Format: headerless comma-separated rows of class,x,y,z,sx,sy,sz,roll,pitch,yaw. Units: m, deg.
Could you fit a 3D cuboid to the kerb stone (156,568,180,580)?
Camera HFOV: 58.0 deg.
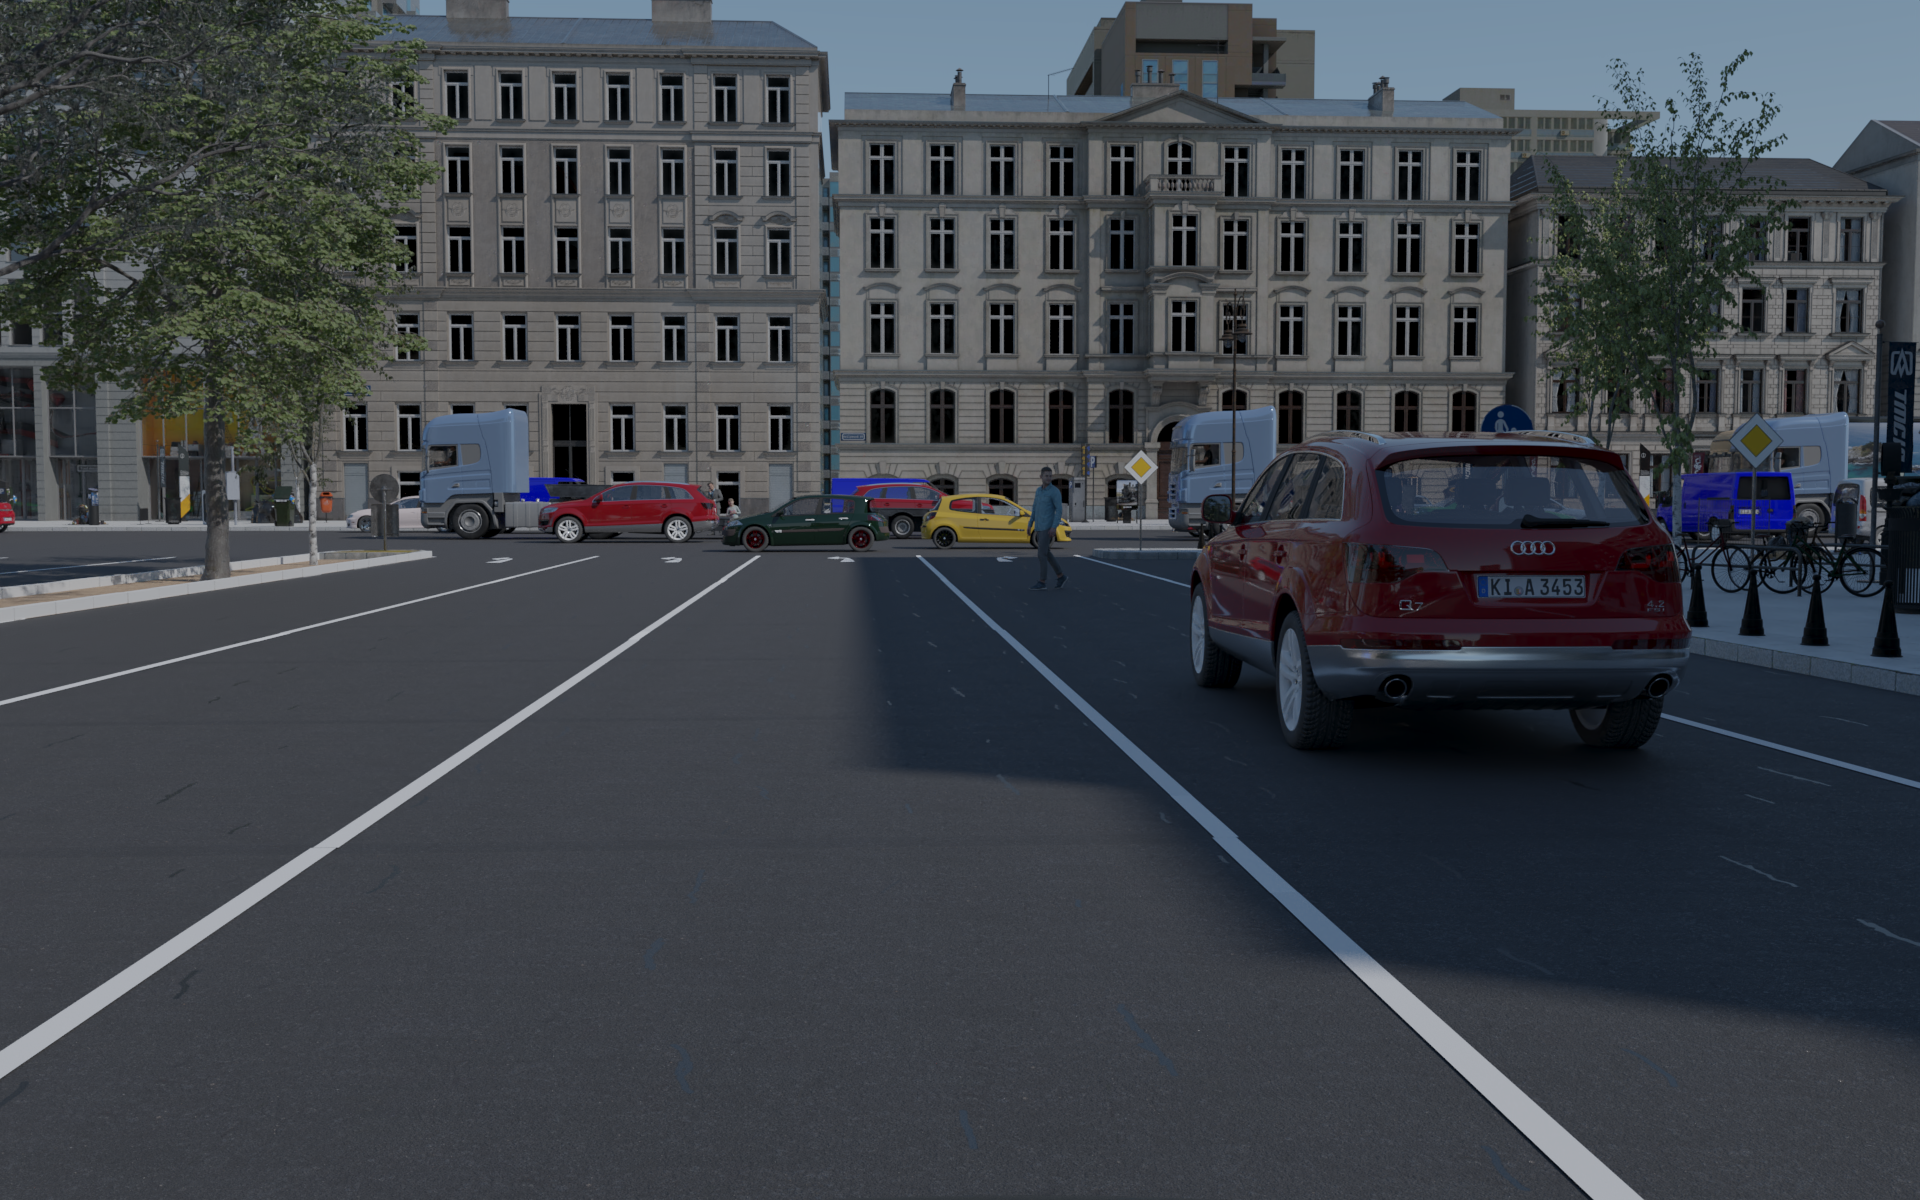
kerb stone,-13.449,-0.422,29.205,0.120,0.150,1.000,0,4,-4

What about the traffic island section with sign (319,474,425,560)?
traffic island section with sign,-12.982,-1.862,38.586,2.006,1.907,1.989,0,4,-4

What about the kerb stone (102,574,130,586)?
kerb stone,-13.315,-0.302,27.137,0.120,0.150,1.000,0,4,-4

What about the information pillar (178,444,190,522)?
information pillar,-36.290,-5.483,80.996,0.183,3.616,0.504,2,4,33

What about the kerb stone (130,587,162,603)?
kerb stone,-10.954,-0.052,23.130,0.120,0.150,1.000,0,4,-4

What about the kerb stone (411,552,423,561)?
kerb stone,-11.866,-0.935,37.511,0.120,0.150,1.000,0,4,-4

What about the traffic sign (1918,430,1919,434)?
traffic sign,8.934,-0.941,15.382,0.884,2.594,0.081,0,4,2

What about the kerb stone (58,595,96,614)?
kerb stone,-10.831,0.071,21.081,0.120,0.150,1.000,0,4,-4

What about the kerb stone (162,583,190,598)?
kerb stone,-11.027,-0.117,24.154,0.120,0.150,1.000,0,4,-4

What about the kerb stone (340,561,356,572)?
kerb stone,-11.542,-0.621,32.366,0.120,0.150,1.000,0,4,-4

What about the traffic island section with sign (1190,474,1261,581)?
traffic island section with sign,4.838,-1.202,28.288,1.989,1.847,2.006,0,4,-4

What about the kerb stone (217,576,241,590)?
kerb stone,-11.150,-0.242,26.203,0.120,0.150,1.000,0,4,-4

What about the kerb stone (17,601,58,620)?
kerb stone,-10.768,0.131,20.056,0.120,0.150,1.000,0,4,-4

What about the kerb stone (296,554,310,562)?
kerb stone,-13.899,-0.867,36.404,0.120,0.150,1.000,0,4,-4

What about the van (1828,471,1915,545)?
van,24.829,-2.315,44.856,4.112,2.044,2.013,0,4,-3

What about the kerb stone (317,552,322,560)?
kerb stone,-13.958,-0.932,37.430,0.120,0.150,1.000,0,4,-4

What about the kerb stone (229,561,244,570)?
kerb stone,-13.637,-0.617,32.290,0.120,0.150,1.000,0,4,-4

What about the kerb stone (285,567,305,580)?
kerb stone,-11.343,-0.434,29.286,0.120,0.150,1.000,0,4,-4

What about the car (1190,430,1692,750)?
car,2.813,-0.159,11.275,2.281,1.827,5.304,0,4,-2

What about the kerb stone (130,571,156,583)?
kerb stone,-13.380,-0.356,28.177,0.120,0.150,1.000,0,4,-4

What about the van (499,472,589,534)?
van,-15.018,-3.580,62.923,5.245,2.365,2.240,0,4,-2

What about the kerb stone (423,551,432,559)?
kerb stone,-11.930,-0.999,38.535,0.120,0.150,1.000,0,4,-4

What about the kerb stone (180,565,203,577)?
kerb stone,-13.513,-0.485,30.231,0.120,0.150,1.000,0,4,-4

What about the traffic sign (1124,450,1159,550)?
traffic sign,4.106,-2.183,39.341,0.795,2.450,0.064,0,4,-4

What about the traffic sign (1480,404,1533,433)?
traffic sign,7.774,-1.506,24.726,0.768,2.556,0.104,0,4,-2

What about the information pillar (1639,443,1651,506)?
information pillar,31.492,-5.405,79.723,0.504,3.616,0.183,0,4,-5

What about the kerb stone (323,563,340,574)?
kerb stone,-11.479,-0.559,31.337,0.120,0.150,1.000,0,4,-4

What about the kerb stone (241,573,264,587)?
kerb stone,-11.219,-0.308,27.227,0.120,0.150,1.000,0,4,-4

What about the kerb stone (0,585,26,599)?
kerb stone,-13.114,-0.114,24.053,0.120,0.150,1.000,0,4,-4

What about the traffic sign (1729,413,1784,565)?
traffic sign,11.315,-1.438,24.693,0.795,2.450,0.064,0,4,-3

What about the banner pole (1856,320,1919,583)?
banner pole,13.445,-2.142,25.046,0.863,3.779,0.401,-1,4,-13

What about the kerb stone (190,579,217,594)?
kerb stone,-11.086,-0.182,25.178,0.120,0.150,1.000,0,4,-4

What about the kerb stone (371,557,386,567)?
kerb stone,-11.664,-0.747,34.419,0.120,0.150,1.000,0,4,-4

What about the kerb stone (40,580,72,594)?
kerb stone,-13.182,-0.173,25.079,0.120,0.150,1.000,0,4,-4

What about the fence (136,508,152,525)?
fence,-34.648,-3.558,73.548,0.278,0.683,2.069,-1,4,-16

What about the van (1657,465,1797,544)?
van,21.988,-2.794,50.073,2.240,2.365,5.245,0,4,-2

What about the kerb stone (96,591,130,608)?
kerb stone,-10.900,0.007,22.105,0.120,0.150,1.000,0,4,-4

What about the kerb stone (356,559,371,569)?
kerb stone,-11.602,-0.685,33.391,0.120,0.150,1.000,0,4,-4

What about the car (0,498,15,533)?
car,-37.093,-3.322,63.358,4.494,1.783,2.155,0,4,-3

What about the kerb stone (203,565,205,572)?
kerb stone,-13.564,-0.554,31.260,0.120,0.150,1.000,0,4,-4

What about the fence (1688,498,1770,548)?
fence,17.974,-1.778,40.270,0.480,1.192,2.264,-1,4,-21

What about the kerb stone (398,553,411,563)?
kerb stone,-11.799,-0.872,36.473,0.120,0.150,1.000,0,4,-4

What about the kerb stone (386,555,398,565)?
kerb stone,-11.738,-0.808,35.446,0.120,0.150,1.000,0,4,-4

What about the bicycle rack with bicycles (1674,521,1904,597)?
bicycle rack with bicycles,10.934,-0.563,22.591,2.852,0.926,2.925,-1,4,-20

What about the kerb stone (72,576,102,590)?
kerb stone,-13.257,-0.239,26.106,0.120,0.150,1.000,0,4,-4

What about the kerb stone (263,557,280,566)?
kerb stone,-13.771,-0.744,34.355,0.120,0.150,1.000,0,4,-4

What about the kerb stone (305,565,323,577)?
kerb stone,-11.402,-0.497,30.314,0.120,0.150,1.000,0,4,-4

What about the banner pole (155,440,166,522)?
banner pole,-36.787,-5.489,79.755,0.863,3.779,0.401,3,4,36

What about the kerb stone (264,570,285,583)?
kerb stone,-11.287,-0.371,28.259,0.120,0.150,1.000,0,4,-4

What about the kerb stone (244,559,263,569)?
kerb stone,-13.702,-0.681,33.325,0.120,0.150,1.000,0,4,-4

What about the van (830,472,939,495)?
van,-2.445,-3.809,66.655,5.245,2.365,2.240,0,4,-4

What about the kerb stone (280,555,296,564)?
kerb stone,-13.836,-0.806,35.380,0.120,0.150,1.000,0,4,-4

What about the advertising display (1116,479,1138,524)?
advertising display,7.286,-4.299,75.498,0.974,1.923,0.123,1,4,11
